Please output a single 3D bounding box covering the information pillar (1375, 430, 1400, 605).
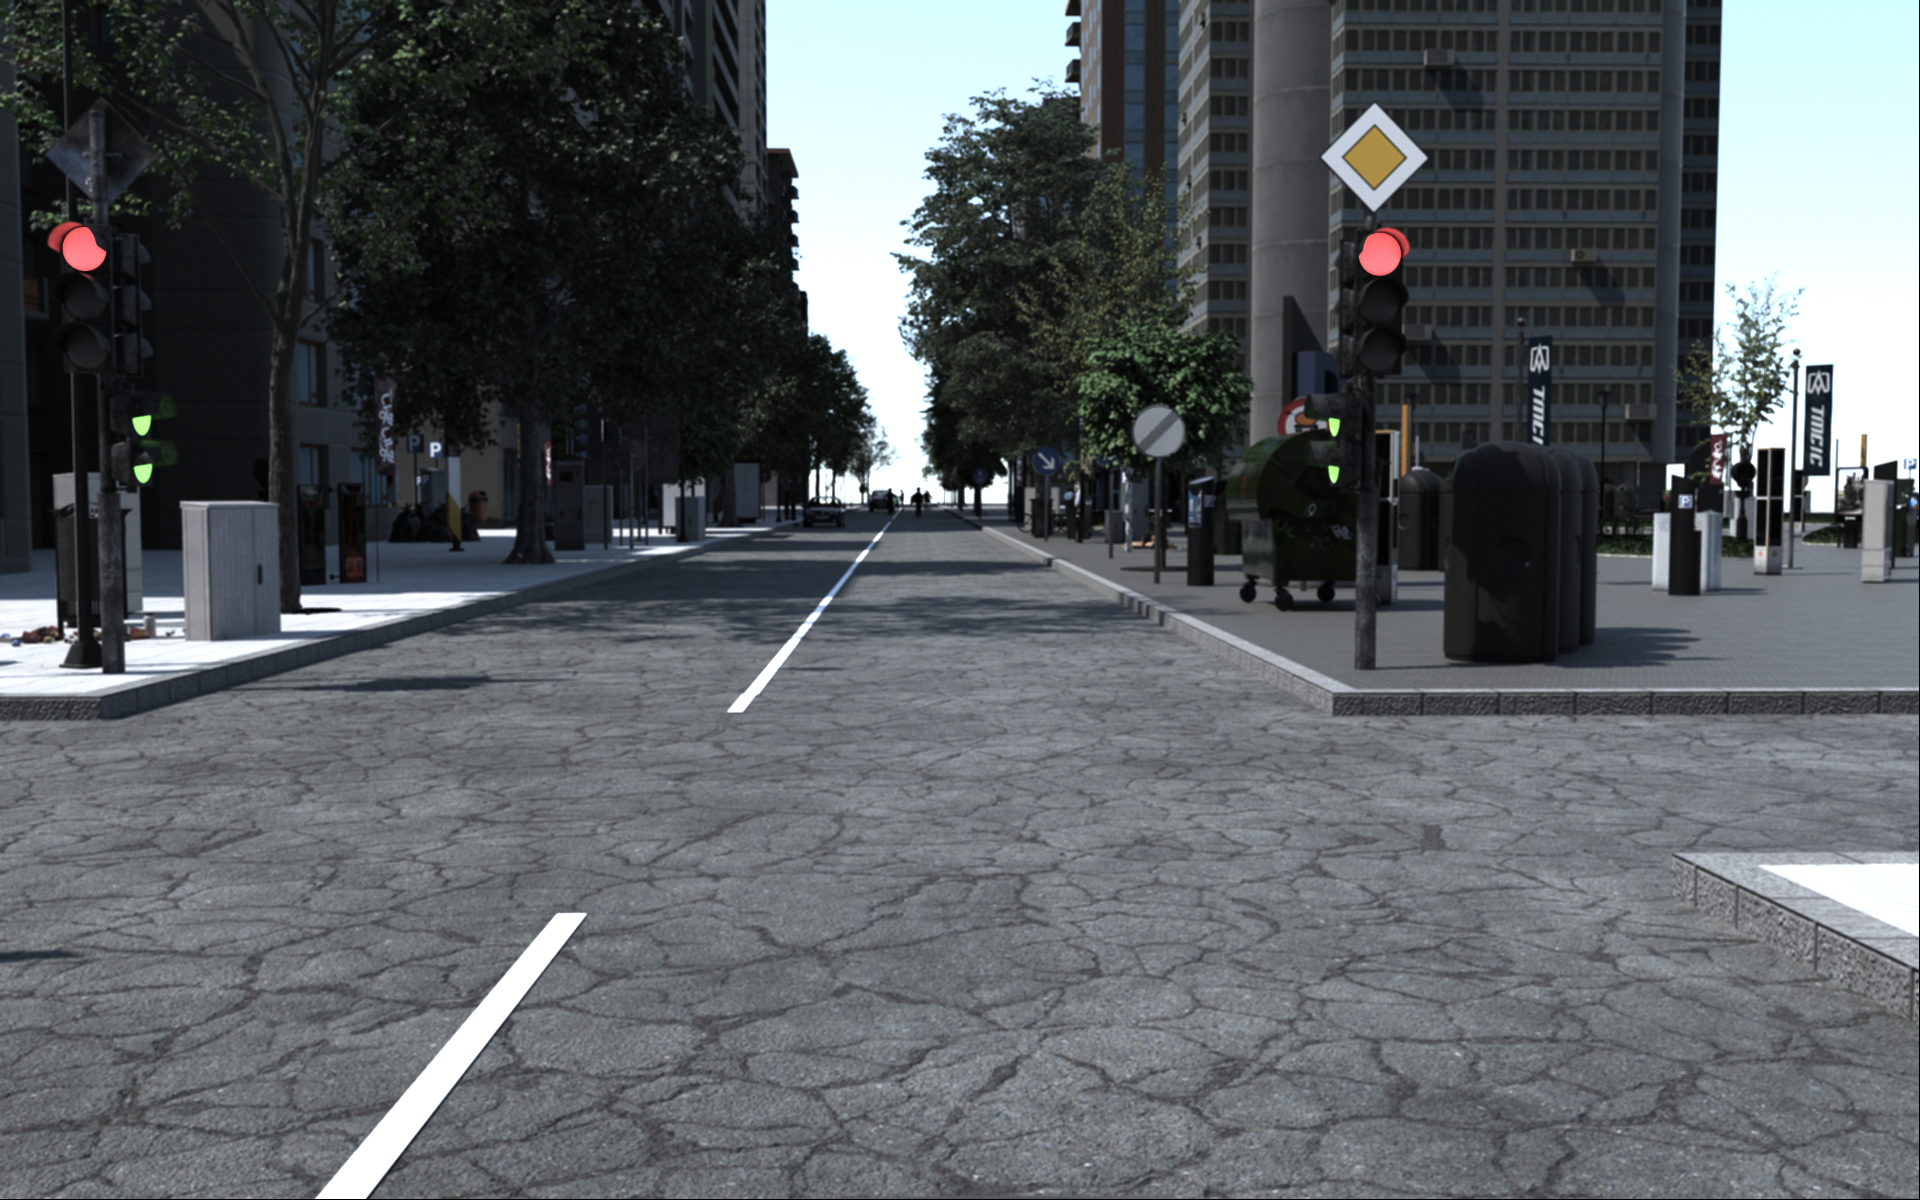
[{"bbox_3d":[4.917,-0.958,20.149,0.304,2.012,0.304,2,4,28],"label":"information pillar"}]

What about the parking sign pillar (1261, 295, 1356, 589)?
[{"bbox_3d":[4.942,-2.178,24.075,1.447,3.967,1.447,3,4,36],"label":"parking sign pillar"}]

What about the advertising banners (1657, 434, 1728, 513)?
[{"bbox_3d":[21.520,-3.348,50.920,0.090,3.025,2.074,-3,5,-40],"label":"advertising banners"}]

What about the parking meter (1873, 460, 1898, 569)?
[{"bbox_3d":[15.819,-1.467,29.689,0.399,1.863,0.255,2,4,26],"label":"parking meter"}]

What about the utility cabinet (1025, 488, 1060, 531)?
[{"bbox_3d":[2.816,-3.089,59.181,1.173,1.500,0.318,1,4,15],"label":"utility cabinet"}]

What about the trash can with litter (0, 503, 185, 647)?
[{"bbox_3d":[-8.065,-0.262,15.338,2.233,1.210,1.678,0,3,0],"label":"trash can with litter"}]

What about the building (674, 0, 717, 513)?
[{"bbox_3d":[-24.064,-26.407,115.347,14.154,41.232,14.086,0,4,-2],"label":"building"}]

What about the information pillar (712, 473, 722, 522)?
[{"bbox_3d":[-11.098,-5.364,79.053,0.504,3.616,0.183,3,4,39],"label":"information pillar"}]

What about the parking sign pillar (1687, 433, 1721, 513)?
[{"bbox_3d":[33.057,-5.415,77.010,1.447,3.967,1.447,0,4,0],"label":"parking sign pillar"}]

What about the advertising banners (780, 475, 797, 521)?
[{"bbox_3d":[-8.453,-5.403,84.533,0.090,3.025,2.074,-2,4,-30],"label":"advertising banners"}]

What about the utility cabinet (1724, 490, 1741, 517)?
[{"bbox_3d":[37.441,-4.582,83.600,1.173,1.500,0.318,0,4,-3],"label":"utility cabinet"}]

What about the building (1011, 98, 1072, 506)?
[{"bbox_3d":[13.882,-33.444,196.925,14.600,45.320,14.200,0,4,-2],"label":"building"}]

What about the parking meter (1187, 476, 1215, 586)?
[{"bbox_3d":[3.371,-0.967,24.226,0.372,1.533,0.369,0,3,0],"label":"parking meter"}]

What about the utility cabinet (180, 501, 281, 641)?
[{"bbox_3d":[-6.525,-0.269,15.555,0.306,1.237,1.020,1,4,12],"label":"utility cabinet"}]

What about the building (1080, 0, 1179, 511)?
[{"bbox_3d":[15.822,-28.688,119.166,14.600,45.320,14.200,0,4,-2],"label":"building"}]

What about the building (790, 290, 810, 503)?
[{"bbox_3d":[-28.058,-28.427,236.486,14.160,30.474,14.107,0,4,-2],"label":"building"}]

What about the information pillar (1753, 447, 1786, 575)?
[{"bbox_3d":[12.817,-1.403,27.426,0.304,2.012,0.304,-1,4,-16],"label":"information pillar"}]

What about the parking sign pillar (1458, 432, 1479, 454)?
[{"bbox_3d":[22.034,-5.262,74.506,1.447,3.967,1.447,-2,4,-31],"label":"parking sign pillar"}]

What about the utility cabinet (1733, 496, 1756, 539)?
[{"bbox_3d":[21.827,-2.229,47.604,1.020,1.237,0.306,0,4,-2],"label":"utility cabinet"}]

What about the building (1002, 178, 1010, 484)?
[{"bbox_3d":[17.130,-35.357,232.710,22.147,44.769,28.867,0,4,-2],"label":"building"}]

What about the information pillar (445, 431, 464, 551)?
[{"bbox_3d":[-11.325,-2.895,38.695,0.183,3.616,0.504,1,4,16],"label":"information pillar"}]

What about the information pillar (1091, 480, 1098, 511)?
[{"bbox_3d":[6.859,-5.115,88.121,0.304,2.012,0.304,1,4,16],"label":"information pillar"}]

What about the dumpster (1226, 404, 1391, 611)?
[{"bbox_3d":[3.930,-1.050,19.656,1.502,2.255,1.985,0,4,-2],"label":"dumpster"}]

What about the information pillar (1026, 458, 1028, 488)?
[{"bbox_3d":[2.937,-5.096,74.680,0.183,3.616,0.504,-1,4,-9],"label":"information pillar"}]

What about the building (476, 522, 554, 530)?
[{"bbox_3d":[-27.596,-27.378,71.338,21.300,48.544,21.600,0,4,-2],"label":"building"}]

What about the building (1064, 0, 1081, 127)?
[{"bbox_3d":[19.954,-29.735,140.796,22.147,44.769,28.867,0,4,-2],"label":"building"}]

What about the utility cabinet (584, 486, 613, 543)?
[{"bbox_3d":[-9.618,-2.218,44.936,1.173,1.500,0.318,0,4,-6],"label":"utility cabinet"}]

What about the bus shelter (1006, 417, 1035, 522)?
[{"bbox_3d":[3.199,-6.424,82.671,2.179,5.291,8.768,0,4,-1],"label":"bus shelter"}]

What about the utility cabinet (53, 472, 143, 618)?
[{"bbox_3d":[-9.013,-0.577,18.117,0.318,1.500,1.173,0,4,2],"label":"utility cabinet"}]

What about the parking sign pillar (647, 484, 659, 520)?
[{"bbox_3d":[-14.983,-5.975,86.166,1.447,3.967,1.447,1,4,20],"label":"parking sign pillar"}]

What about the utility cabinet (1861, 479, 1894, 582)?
[{"bbox_3d":[13.467,-1.022,25.391,0.318,1.500,1.173,2,4,33],"label":"utility cabinet"}]

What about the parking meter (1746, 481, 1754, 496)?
[{"bbox_3d":[32.435,-4.005,71.187,0.255,1.863,0.399,1,4,9],"label":"parking meter"}]

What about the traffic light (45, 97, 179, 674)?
[{"bbox_3d":[-6.059,-1.431,12.317,0.839,4.253,0.868,0,4,-2],"label":"traffic light"}]

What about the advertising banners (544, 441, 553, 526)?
[{"bbox_3d":[-13.073,-3.685,56.435,0.090,3.025,2.074,-3,4,-38],"label":"advertising banners"}]

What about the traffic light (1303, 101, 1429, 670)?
[{"bbox_3d":[2.949,-1.447,12.576,0.839,4.253,0.868,0,4,-2],"label":"traffic light"}]

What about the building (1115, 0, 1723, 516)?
[{"bbox_3d":[25.773,-24.993,100.523,32.217,40.220,23.993,0,4,-2],"label":"building"}]

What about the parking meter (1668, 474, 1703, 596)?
[{"bbox_3d":[9.202,-0.829,21.962,0.372,1.533,0.369,0,3,0],"label":"parking meter"}]

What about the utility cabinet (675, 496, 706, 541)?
[{"bbox_3d":[-7.368,-2.210,47.297,1.020,1.237,0.306,3,5,44],"label":"utility cabinet"}]

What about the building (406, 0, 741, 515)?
[{"bbox_3d":[-28.542,-31.139,132.819,21.300,48.544,21.600,0,4,-2],"label":"building"}]

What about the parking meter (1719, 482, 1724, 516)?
[{"bbox_3d":[36.106,-4.690,82.397,0.399,1.863,0.255,-1,4,-11],"label":"parking meter"}]

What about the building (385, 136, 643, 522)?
[{"bbox_3d":[-28.091,-28.950,97.038,21.300,48.544,21.600,0,4,-2],"label":"building"}]

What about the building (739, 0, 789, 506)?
[{"bbox_3d":[-29.359,-45.884,188.454,20.563,71.187,20.611,0,4,-2],"label":"building"}]

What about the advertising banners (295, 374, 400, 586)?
[{"bbox_3d":[-8.790,-1.758,24.935,0.090,3.025,2.074,2,4,26],"label":"advertising banners"}]

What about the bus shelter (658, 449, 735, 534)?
[{"bbox_3d":[-8.875,-3.885,57.451,2.014,3.302,5.546,0,4,-1],"label":"bus shelter"}]

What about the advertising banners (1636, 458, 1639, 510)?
[{"bbox_3d":[32.289,-5.283,82.557,0.090,3.025,2.074,1,4,23],"label":"advertising banners"}]

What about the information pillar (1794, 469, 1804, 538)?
[{"bbox_3d":[24.776,-2.860,51.261,0.304,2.012,0.304,1,4,21],"label":"information pillar"}]

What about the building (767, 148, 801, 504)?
[{"bbox_3d":[-31.298,-34.217,214.076,22.147,44.769,28.867,0,4,-2],"label":"building"}]

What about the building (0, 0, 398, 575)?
[{"bbox_3d":[-29.217,-11.513,33.278,27.650,21.520,28.899,0,4,-2],"label":"building"}]

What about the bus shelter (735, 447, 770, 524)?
[{"bbox_3d":[-9.457,-5.100,77.302,2.014,3.302,5.546,0,4,-2],"label":"bus shelter"}]

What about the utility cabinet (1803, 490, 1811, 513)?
[{"bbox_3d":[40.882,-4.601,83.909,0.318,1.500,1.173,3,5,44],"label":"utility cabinet"}]
